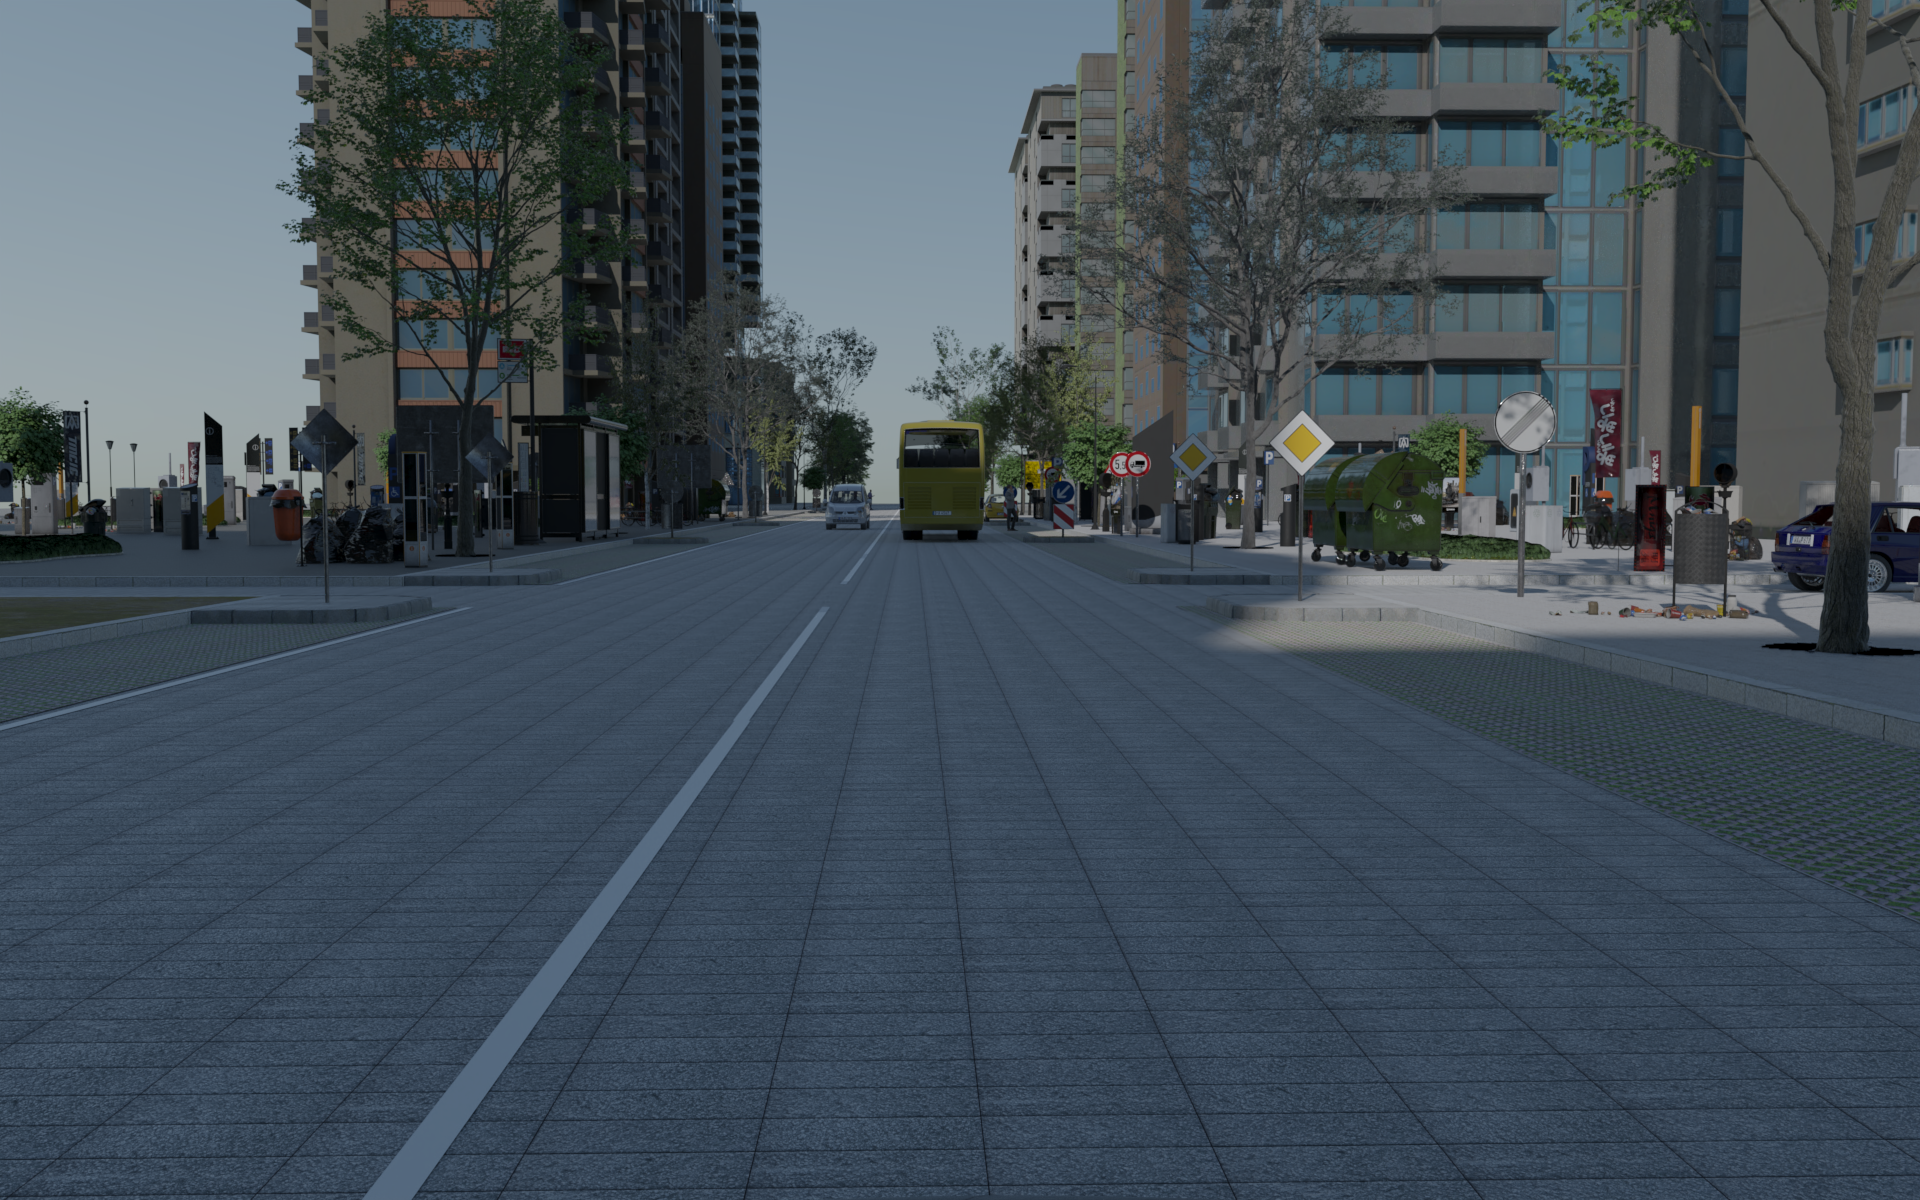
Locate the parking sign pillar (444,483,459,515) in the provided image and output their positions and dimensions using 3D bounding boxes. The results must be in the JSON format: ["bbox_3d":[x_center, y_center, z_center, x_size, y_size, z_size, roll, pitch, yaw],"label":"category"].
[{"bbox_3d":[-23.053,-5.538,79.017,1.447,3.967,1.447,1,4,10],"label":"parking sign pillar"}]

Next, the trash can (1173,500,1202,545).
[{"bbox_3d":[5.802,-1.992,44.218,0.748,1.137,0.748,0,3,0],"label":"trash can"}]

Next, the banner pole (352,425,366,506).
[{"bbox_3d":[-21.651,-4.425,62.363,0.863,3.779,0.401,3,4,36],"label":"banner pole"}]

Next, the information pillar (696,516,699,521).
[{"bbox_3d":[-12.529,-5.592,82.782,0.183,3.616,0.504,0,4,-7],"label":"information pillar"}]

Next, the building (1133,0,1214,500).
[{"bbox_3d":[19.032,-28.234,111.731,14.600,45.320,14.200,0,4,-2],"label":"building"}]

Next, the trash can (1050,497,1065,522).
[{"bbox_3d":[4.329,-3.954,76.293,0.748,1.137,0.748,0,3,0],"label":"trash can"}]

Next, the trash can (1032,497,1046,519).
[{"bbox_3d":[4.019,-4.664,87.906,0.748,1.137,0.748,0,3,0],"label":"trash can"}]

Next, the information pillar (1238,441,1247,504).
[{"bbox_3d":[12.096,-5.046,73.863,0.183,3.616,0.504,-3,5,-43],"label":"information pillar"}]

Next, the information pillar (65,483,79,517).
[{"bbox_3d":[-36.780,-4.910,71.638,0.504,3.616,0.183,-2,4,-27],"label":"information pillar"}]

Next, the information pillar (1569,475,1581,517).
[{"bbox_3d":[23.862,-3.836,67.214,0.304,2.012,0.304,3,5,41],"label":"information pillar"}]

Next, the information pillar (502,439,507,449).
[{"bbox_3d":[-19.395,-5.042,73.785,0.183,3.616,0.504,-2,4,-32],"label":"information pillar"}]

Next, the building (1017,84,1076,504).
[{"bbox_3d":[22.882,-38.652,221.196,28.713,52.752,27.495,0,4,-2],"label":"building"}]

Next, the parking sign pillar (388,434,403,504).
[{"bbox_3d":[-17.730,-4.077,55.130,1.447,3.967,1.447,0,4,7],"label":"parking sign pillar"}]

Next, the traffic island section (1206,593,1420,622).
[{"bbox_3d":[4.095,0.092,20.770,2.009,0.180,2.903,0,4,-2],"label":"traffic island section"}]

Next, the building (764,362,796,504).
[{"bbox_3d":[-37.559,-24.156,239.986,27.650,21.520,28.899,0,4,-2],"label":"building"}]

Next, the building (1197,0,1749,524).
[{"bbox_3d":[24.584,-28.646,87.968,23.786,49.044,30.456,0,4,-2],"label":"building"}]

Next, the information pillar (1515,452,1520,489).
[{"bbox_3d":[22.126,-4.712,68.398,0.504,3.616,0.183,-2,4,-27],"label":"information pillar"}]

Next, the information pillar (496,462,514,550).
[{"bbox_3d":[-10.562,-2.183,40.190,0.304,2.012,0.304,-3,5,-39],"label":"information pillar"}]

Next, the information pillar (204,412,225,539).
[{"bbox_3d":[-21.125,-3.529,49.046,0.504,3.616,0.183,-1,4,-22],"label":"information pillar"}]

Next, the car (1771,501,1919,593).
[{"bbox_3d":[13.963,-0.762,25.034,3.894,1.354,1.945,0,4,-3],"label":"car"}]

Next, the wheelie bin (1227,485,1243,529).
[{"bbox_3d":[9.954,-3.368,62.976,0.693,1.594,0.980,1,4,8],"label":"wheelie bin"}]

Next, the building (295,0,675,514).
[{"bbox_3d":[-31.470,-28.261,116.687,22.147,44.769,28.867,0,4,-2],"label":"building"}]

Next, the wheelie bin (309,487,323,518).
[{"bbox_3d":[-30.419,-4.534,82.032,0.693,1.594,0.980,-3,5,-44],"label":"wheelie bin"}]

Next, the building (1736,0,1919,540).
[{"bbox_3d":[33.325,-25.784,45.267,21.600,48.544,21.300,0,4,-2],"label":"building"}]

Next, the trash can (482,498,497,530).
[{"bbox_3d":[-17.042,-3.122,62.702,0.748,1.137,0.748,0,3,0],"label":"trash can"}]

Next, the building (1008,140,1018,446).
[{"bbox_3d":[21.981,-40.388,249.579,28.713,52.752,27.495,0,4,-2],"label":"building"}]

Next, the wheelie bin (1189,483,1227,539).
[{"bbox_3d":[7.047,-2.557,49.711,0.693,1.594,0.980,3,4,38],"label":"wheelie bin"}]

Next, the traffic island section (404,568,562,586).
[{"bbox_3d":[-7.719,-0.376,28.430,2.009,0.180,2.903,0,4,-2],"label":"traffic island section"}]

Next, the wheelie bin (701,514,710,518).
[{"bbox_3d":[-13.545,-5.120,91.628,0.693,1.594,0.980,2,4,32],"label":"wheelie bin"}]

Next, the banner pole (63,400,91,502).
[{"bbox_3d":[-23.368,-3.422,45.972,0.401,3.779,0.863,3,4,37],"label":"banner pole"}]

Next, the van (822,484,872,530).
[{"bbox_3d":[-4.573,-3.901,70.790,2.013,2.044,4.112,0,4,0],"label":"van"}]

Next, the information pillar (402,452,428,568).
[{"bbox_3d":[-9.491,-1.571,30.176,0.304,2.012,0.304,1,4,11],"label":"information pillar"}]

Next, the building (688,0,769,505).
[{"bbox_3d":[-34.023,-54.758,207.971,22.319,86.520,31.000,0,4,-2],"label":"building"}]

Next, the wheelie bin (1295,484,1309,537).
[{"bbox_3d":[10.318,-2.679,51.718,0.980,1.594,0.693,0,4,8],"label":"wheelie bin"}]

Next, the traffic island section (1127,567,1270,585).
[{"bbox_3d":[3.868,-0.396,28.752,2.009,0.180,2.903,0,4,-2],"label":"traffic island section"}]

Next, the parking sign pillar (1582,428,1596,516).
[{"bbox_3d":[25.655,-5.005,70.301,1.447,3.967,1.447,0,4,6],"label":"parking sign pillar"}]

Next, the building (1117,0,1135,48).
[{"bbox_3d":[18.188,-27.073,126.231,14.154,41.232,14.086,0,4,-2],"label":"building"}]

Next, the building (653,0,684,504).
[{"bbox_3d":[-31.371,-42.977,140.933,20.563,71.187,20.611,0,4,-2],"label":"building"}]

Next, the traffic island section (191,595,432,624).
[{"bbox_3d":[-7.492,0.112,20.448,2.009,0.180,2.903,0,4,-2],"label":"traffic island section"}]

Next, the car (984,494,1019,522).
[{"bbox_3d":[2.051,-4.796,88.639,2.015,1.641,3.980,0,4,-2],"label":"car"}]

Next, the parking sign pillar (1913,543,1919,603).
[{"bbox_3d":[12.053,-1.946,20.283,1.447,3.967,1.447,-3,5,-42],"label":"parking sign pillar"}]

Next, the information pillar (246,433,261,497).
[{"bbox_3d":[-27.030,-4.585,66.317,0.504,3.616,0.183,-2,4,-28],"label":"information pillar"}]

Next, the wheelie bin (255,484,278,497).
[{"bbox_3d":[-21.413,-2.801,53.708,0.980,1.594,0.693,2,4,33],"label":"wheelie bin"}]

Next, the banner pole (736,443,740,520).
[{"bbox_3d":[-10.869,-5.818,85.133,0.401,3.779,0.863,0,4,3],"label":"banner pole"}]

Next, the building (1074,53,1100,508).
[{"bbox_3d":[17.801,-29.422,164.636,14.154,41.232,14.086,0,4,-2],"label":"building"}]

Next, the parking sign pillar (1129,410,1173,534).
[{"bbox_3d":[6.167,-4.104,55.567,1.447,3.967,1.447,0,4,2],"label":"parking sign pillar"}]

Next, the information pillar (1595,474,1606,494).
[{"bbox_3d":[21.995,-3.365,59.517,0.304,2.012,0.304,2,4,28],"label":"information pillar"}]

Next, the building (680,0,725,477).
[{"bbox_3d":[-29.458,-31.138,159.209,14.600,45.320,14.200,0,4,-2],"label":"building"}]
